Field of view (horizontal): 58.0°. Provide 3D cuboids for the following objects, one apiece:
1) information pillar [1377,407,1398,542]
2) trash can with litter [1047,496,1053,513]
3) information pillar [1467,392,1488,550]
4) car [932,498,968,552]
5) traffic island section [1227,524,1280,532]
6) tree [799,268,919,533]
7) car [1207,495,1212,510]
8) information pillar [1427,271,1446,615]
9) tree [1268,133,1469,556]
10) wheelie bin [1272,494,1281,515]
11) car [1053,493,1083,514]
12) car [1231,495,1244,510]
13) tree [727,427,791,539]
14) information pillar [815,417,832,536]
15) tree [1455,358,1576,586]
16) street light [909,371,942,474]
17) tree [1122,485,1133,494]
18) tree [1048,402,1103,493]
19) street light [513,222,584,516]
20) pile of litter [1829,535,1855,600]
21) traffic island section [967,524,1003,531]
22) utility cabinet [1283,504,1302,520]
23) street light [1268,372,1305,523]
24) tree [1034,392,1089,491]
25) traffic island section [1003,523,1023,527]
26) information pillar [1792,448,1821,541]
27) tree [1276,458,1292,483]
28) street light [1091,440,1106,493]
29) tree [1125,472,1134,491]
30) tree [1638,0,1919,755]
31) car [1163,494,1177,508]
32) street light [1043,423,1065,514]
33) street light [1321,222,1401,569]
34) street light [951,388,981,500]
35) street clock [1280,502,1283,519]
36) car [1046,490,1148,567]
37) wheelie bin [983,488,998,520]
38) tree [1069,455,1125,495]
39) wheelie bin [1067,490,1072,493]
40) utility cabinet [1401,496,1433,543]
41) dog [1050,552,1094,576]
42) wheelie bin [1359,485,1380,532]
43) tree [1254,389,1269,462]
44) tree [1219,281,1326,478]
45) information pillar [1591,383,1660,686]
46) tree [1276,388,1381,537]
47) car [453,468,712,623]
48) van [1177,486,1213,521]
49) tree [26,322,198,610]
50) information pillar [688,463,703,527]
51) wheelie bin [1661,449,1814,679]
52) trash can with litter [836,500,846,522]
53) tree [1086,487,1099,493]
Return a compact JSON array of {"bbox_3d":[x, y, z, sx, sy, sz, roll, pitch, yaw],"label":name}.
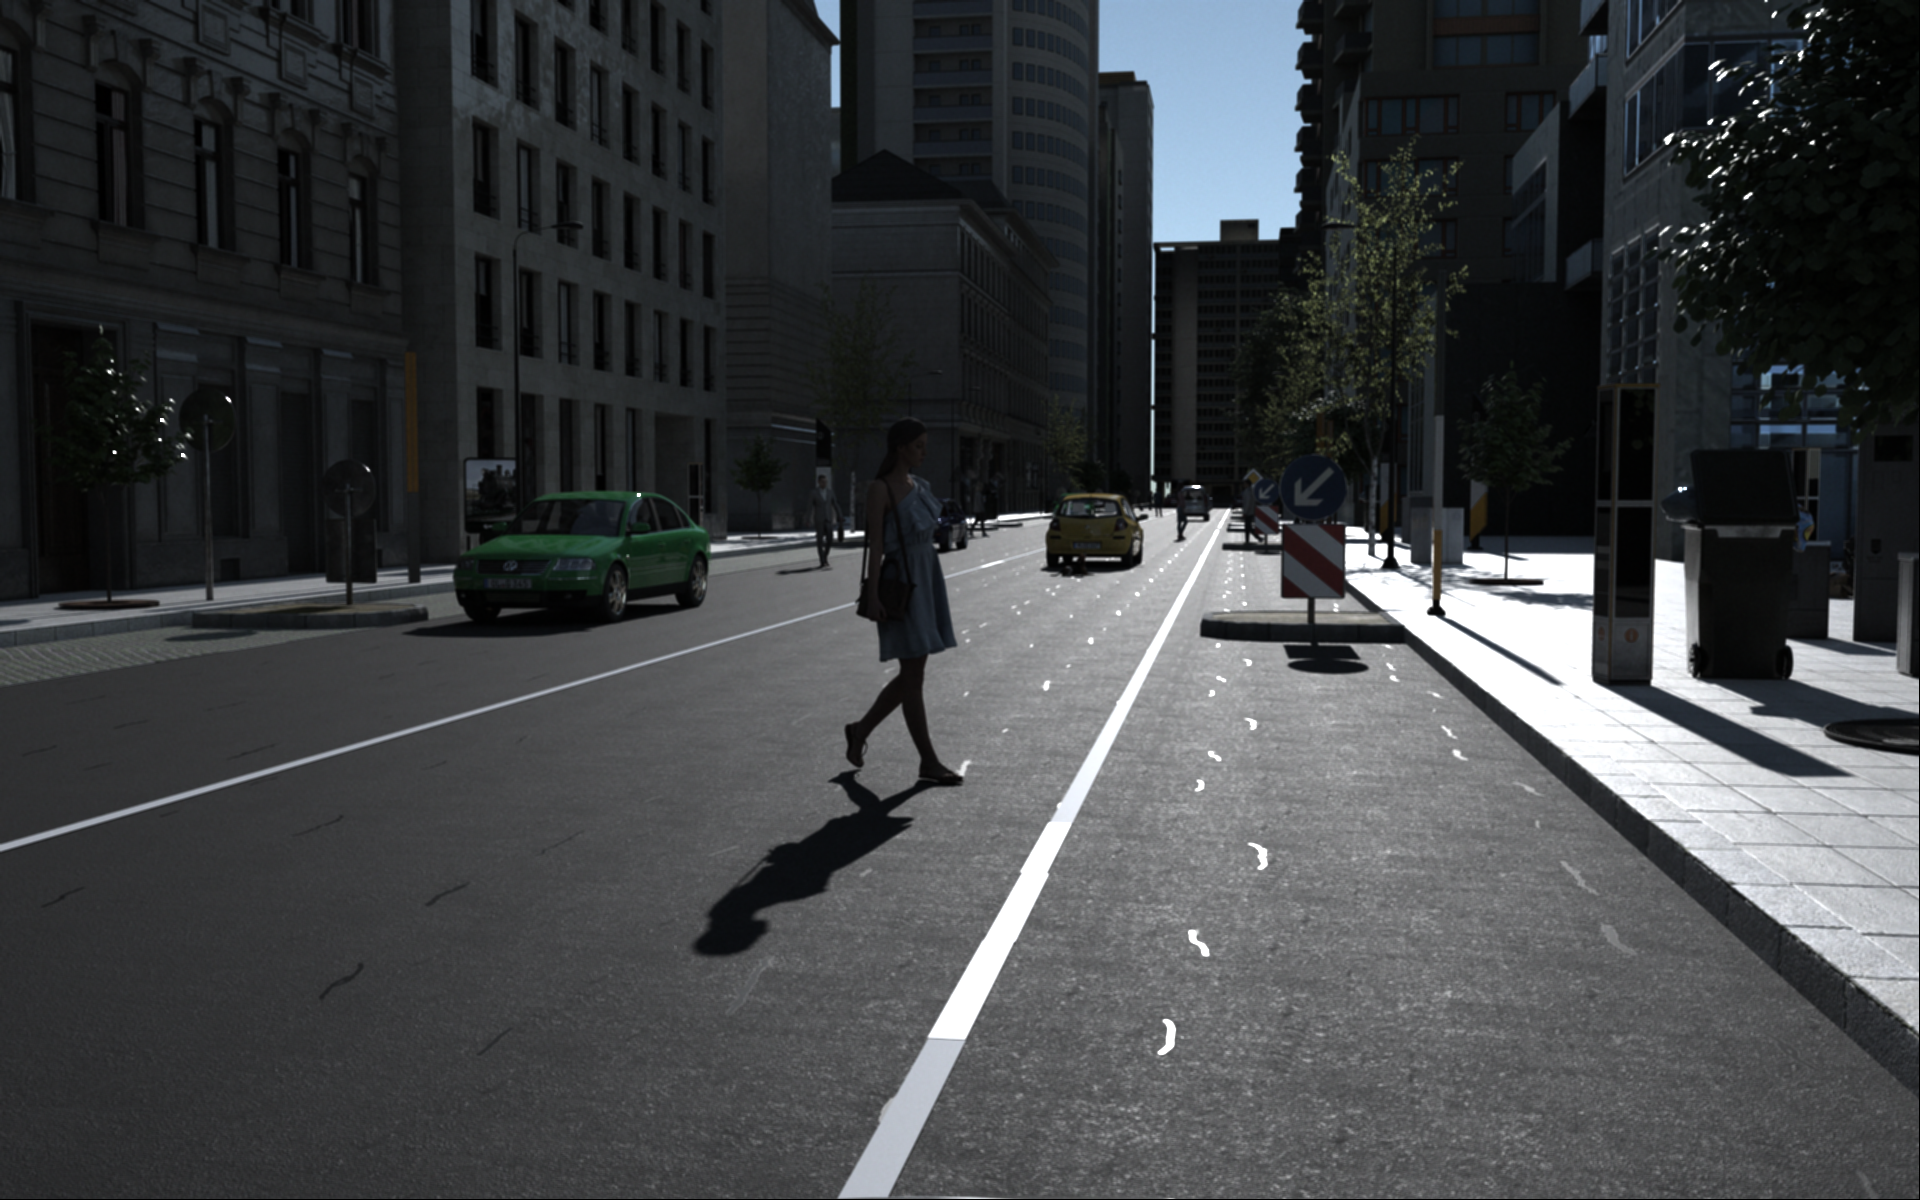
[{"bbox_3d":[11.391,-3.347,46.073,0.183,3.616,0.504,-3,4,-37],"label":"information pillar"},{"bbox_3d":[6.242,-6.627,119.735,0.624,1.170,1.055,-1,4,-16],"label":"trash can with litter"},{"bbox_3d":[11.914,-2.960,39.750,0.183,3.616,0.504,-2,4,-26],"label":"information pillar"},{"bbox_3d":[-0.881,-1.942,44.329,1.945,1.354,3.894,1,4,9],"label":"car"},{"bbox_3d":[11.243,-2.696,66.356,2.009,0.180,2.903,1,4,9],"label":"traffic island section"},{"bbox_3d":[-3.495,-6.547,57.413,4.737,8.622,4.395,0,3,0],"label":"tree"},{"bbox_3d":[22.327,-9.025,159.554,2.014,1.417,4.499,1,4,10],"label":"car"},{"bbox_3d":[5.102,-1.658,18.463,0.183,3.616,0.504,1,4,13],"label":"information pillar"},{"bbox_3d":[8.617,-5.248,36.167,4.360,8.622,3.978,0,3,0],"label":"tree"},{"bbox_3d":[19.877,-6.160,108.626,0.693,1.594,0.980,1,4,22],"label":"wheelie bin"},{"bbox_3d":[5.332,-4.395,80.650,1.959,1.807,4.718,0,4,7],"label":"car"},{"bbox_3d":[25.847,-8.959,159.055,1.945,1.354,3.894,0,4,7],"label":"car"},{"bbox_3d":[-5.815,-3.375,49.785,1.663,3.219,1.824,0,3,0],"label":"tree"},{"bbox_3d":[-4.170,-3.764,52.894,0.504,3.616,0.183,1,4,19],"label":"information pillar"},{"bbox_3d":[7.950,-1.842,24.717,1.663,3.219,1.824,0,3,0],"label":"tree"},{"bbox_3d":[-1.364,-5.697,65.692,1.470,5.913,1.316,1,4,9],"label":"street light"},{"bbox_3d":[19.730,-12.848,204.670,1.663,3.219,1.824,0,3,0],"label":"tree"},{"bbox_3d":[9.206,-11.465,137.814,4.737,8.622,4.395,0,3,0],"label":"tree"},{"bbox_3d":[-7.105,-3.500,29.768,1.470,5.913,1.316,1,4,9],"label":"street light"},{"bbox_3d":[11.067,-0.477,21.764,1.176,0.858,1.719,3,5,40],"label":"pile of litter"},{"bbox_3d":[0.390,-2.802,68.091,2.009,0.180,2.903,1,4,9],"label":"traffic island section"},{"bbox_3d":[16.600,-4.595,86.284,1.020,1.237,0.306,3,5,40],"label":"utility cabinet"},{"bbox_3d":[12.557,-5.717,66.020,1.470,5.913,1.316,1,4,9],"label":"street light"},{"bbox_3d":[7.377,-10.636,124.268,4.360,8.622,3.978,0,3,0],"label":"tree"},{"bbox_3d":[1.652,-3.284,75.976,2.009,0.180,2.903,1,4,9],"label":"traffic island section"},{"bbox_3d":[13.553,-1.425,27.790,0.304,2.012,0.304,-2,4,-26],"label":"information pillar"},{"bbox_3d":[17.756,-5.992,92.574,1.663,3.219,1.824,0,3,0],"label":"tree"},{"bbox_3d":[11.831,-10.773,148.681,1.470,5.913,1.316,1,4,9],"label":"street light"},{"bbox_3d":[18.148,-13.136,198.480,4.285,4.588,4.351,0,3,0],"label":"tree"},{"bbox_3d":[5.265,-1.530,8.733,4.285,4.588,4.351,0,3,0],"label":"tree"},{"bbox_3d":[22.102,-10.416,179.342,2.155,1.783,4.494,0,4,7],"label":"car"},{"bbox_3d":[6.159,-8.575,112.747,1.470,5.913,1.316,1,4,9],"label":"street light"},{"bbox_3d":[6.874,-3.497,29.713,1.470,5.913,1.316,1,4,9],"label":"street light"},{"bbox_3d":[0.209,-6.325,75.962,1.470,5.913,1.316,1,4,9],"label":"street light"},{"bbox_3d":[16.578,-5.155,88.857,0.358,2.002,0.471,3,5,43],"label":"street clock"},{"bbox_3d":[2.803,-1.543,35.458,2.015,1.641,3.980,1,4,10],"label":"car"},{"bbox_3d":[1.562,-4.842,87.081,0.693,1.594,0.980,3,4,37],"label":"wheelie bin"},{"bbox_3d":[10.692,-9.885,145.332,4.285,4.588,4.351,0,3,0],"label":"tree"},{"bbox_3d":[7.929,-7.261,126.630,0.693,1.594,0.980,1,4,20],"label":"wheelie bin"},{"bbox_3d":[12.010,-2.098,45.462,1.020,1.237,0.306,-3,4,-39],"label":"utility cabinet"},{"bbox_3d":[1.966,-0.625,30.413,0.748,0.427,0.550,1,4,12],"label":"dog"},{"bbox_3d":[13.999,-3.108,58.719,0.980,1.594,0.693,0,4,1],"label":"wheelie bin"},{"bbox_3d":[15.945,-8.061,82.158,4.360,8.622,3.978,0,3,0],"label":"tree"},{"bbox_3d":[20.605,-12.113,104.699,9.857,13.997,8.962,0,3,0],"label":"tree"},{"bbox_3d":[4.485,-0.440,11.685,0.304,2.012,0.304,0,4,-2],"label":"information pillar"},{"bbox_3d":[11.271,-4.196,52.322,4.285,4.588,4.351,0,3,0],"label":"tree"},{"bbox_3d":[-4.422,-0.735,20.815,1.959,1.807,4.718,1,4,10],"label":"car"},{"bbox_3d":[12.663,-5.310,93.826,2.013,2.044,4.112,1,4,10],"label":"van"},{"bbox_3d":[-9.705,-1.520,19.447,1.663,3.219,1.824,0,3,0],"label":"tree"},{"bbox_3d":[-6.232,-2.223,40.840,0.304,2.012,0.304,0,4,4],"label":"information pillar"},{"bbox_3d":[5.451,-0.264,12.224,0.980,1.594,0.693,1,4,11],"label":"wheelie bin"},{"bbox_3d":[-5.655,-4.086,78.189,0.624,1.170,1.055,2,4,34],"label":"trash can with litter"},{"bbox_3d":[12.158,-10.012,158.294,1.663,3.219,1.824,0,3,0],"label":"tree"}]
